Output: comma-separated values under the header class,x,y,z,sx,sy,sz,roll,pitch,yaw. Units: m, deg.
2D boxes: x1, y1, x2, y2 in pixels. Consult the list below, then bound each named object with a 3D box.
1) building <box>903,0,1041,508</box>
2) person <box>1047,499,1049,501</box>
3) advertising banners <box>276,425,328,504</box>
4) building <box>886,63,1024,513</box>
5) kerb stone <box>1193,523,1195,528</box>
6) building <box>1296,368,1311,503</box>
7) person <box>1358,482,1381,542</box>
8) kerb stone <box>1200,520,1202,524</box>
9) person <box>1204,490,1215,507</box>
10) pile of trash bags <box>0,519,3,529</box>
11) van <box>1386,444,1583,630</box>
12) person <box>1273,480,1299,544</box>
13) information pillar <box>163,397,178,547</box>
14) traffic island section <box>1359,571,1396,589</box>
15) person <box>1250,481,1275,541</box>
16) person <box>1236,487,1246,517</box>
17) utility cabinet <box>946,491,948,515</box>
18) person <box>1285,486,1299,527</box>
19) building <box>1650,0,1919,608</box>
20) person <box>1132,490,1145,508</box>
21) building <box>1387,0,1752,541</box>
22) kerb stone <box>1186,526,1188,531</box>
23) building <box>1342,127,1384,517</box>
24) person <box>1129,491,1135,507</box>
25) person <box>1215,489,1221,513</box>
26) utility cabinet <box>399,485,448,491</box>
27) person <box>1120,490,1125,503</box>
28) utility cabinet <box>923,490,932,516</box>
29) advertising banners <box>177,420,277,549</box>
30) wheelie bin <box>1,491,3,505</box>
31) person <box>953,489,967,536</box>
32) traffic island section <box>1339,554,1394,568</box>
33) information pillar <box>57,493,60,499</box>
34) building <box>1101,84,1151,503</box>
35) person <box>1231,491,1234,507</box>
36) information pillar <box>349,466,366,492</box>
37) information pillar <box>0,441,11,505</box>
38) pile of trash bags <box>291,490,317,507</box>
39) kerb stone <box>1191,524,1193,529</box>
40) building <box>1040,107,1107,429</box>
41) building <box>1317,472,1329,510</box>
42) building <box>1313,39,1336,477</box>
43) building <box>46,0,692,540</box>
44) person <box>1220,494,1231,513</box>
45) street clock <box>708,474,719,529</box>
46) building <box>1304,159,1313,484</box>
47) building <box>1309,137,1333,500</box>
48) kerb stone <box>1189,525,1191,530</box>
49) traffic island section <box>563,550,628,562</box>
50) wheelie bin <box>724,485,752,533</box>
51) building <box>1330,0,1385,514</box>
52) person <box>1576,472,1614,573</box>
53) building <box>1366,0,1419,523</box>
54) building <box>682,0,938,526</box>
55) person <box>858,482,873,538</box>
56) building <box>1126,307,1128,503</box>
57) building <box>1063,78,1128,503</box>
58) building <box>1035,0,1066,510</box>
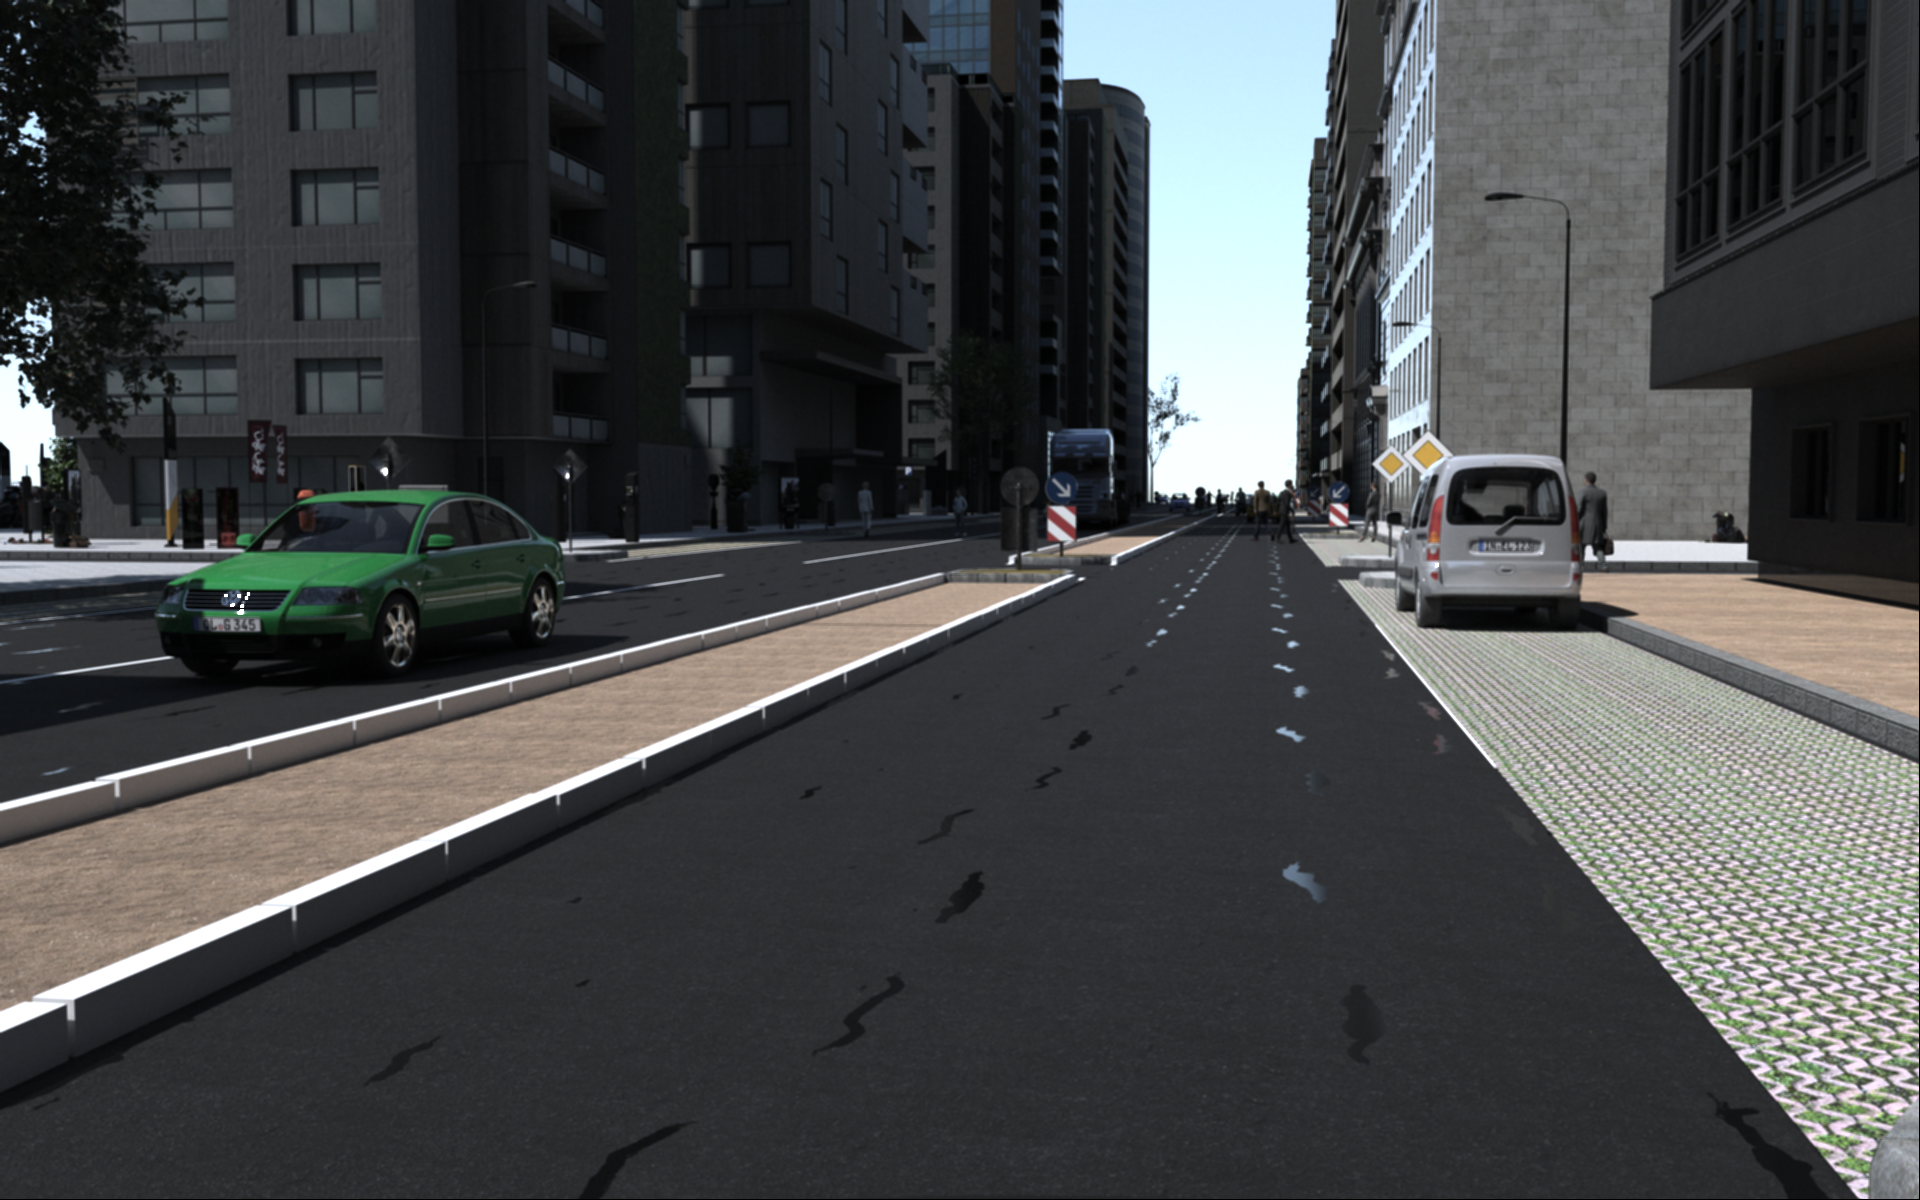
class,x,y,z,sx,sy,sz,roll,pitch,yaw
building,-1.523,-29.633,134.604,14.600,45.320,14.200,1,4,10
person,6.806,-7.168,126.409,0.721,1.736,1.217,-3,5,-39
advertising banners,-17.040,-2.971,44.762,0.090,3.025,2.074,1,4,17
building,-3.476,-21.332,120.476,14.160,30.474,14.107,1,4,10
kerb stone,9.456,-2.988,71.100,0.120,0.150,1.000,1,4,10
building,62.817,-24.736,249.468,27.650,21.520,28.899,1,4,10
person,12.186,-2.616,51.552,0.573,1.790,0.520,3,4,36
kerb stone,10.873,-3.485,79.177,0.120,0.150,1.000,1,4,10
person,26.818,-10.878,186.380,1.348,1.821,0.705,0,4,3
pile of trash bags,-35.571,-3.368,64.821,3.447,1.369,1.912,3,5,40
van,5.917,-0.775,19.678,2.013,2.044,4.112,1,4,10
person,9.496,-2.565,50.212,0.755,1.850,0.659,0,4,-2
information pillar,-19.157,-3.100,42.036,0.183,3.616,0.504,0,3,0
traffic island section,7.346,-0.302,27.226,2.009,0.180,2.903,1,4,10
person,9.325,-2.737,53.168,0.836,1.842,0.656,3,5,40
person,17.324,-6.024,106.837,0.661,1.843,0.795,1,4,17
utility cabinet,-1.331,-5.967,106.234,1.173,1.500,0.318,-1,4,-21
person,14.511,-4.110,75.800,0.616,1.811,0.778,3,5,44
building,15.088,-13.387,12.390,14.314,27.812,24.014,1,4,10
person,18.153,-10.269,176.358,1.348,1.831,0.705,0,4,5
building,19.719,-12.274,55.433,10.420,20.320,16.860,1,4,10
kerb stone,8.394,-2.621,65.054,0.120,0.150,1.000,1,4,10
building,28.403,-15.535,95.799,13.314,21.916,24.055,1,4,10
person,18.589,-10.854,186.419,0.568,1.767,0.683,3,5,44
person,19.690,-7.541,131.797,0.705,1.823,1.348,0,4,-4
utility cabinet,-13.574,-2.152,43.861,1.173,1.500,0.318,-1,4,-12
person,12.087,-7.329,129.275,0.436,1.711,0.756,2,4,29
utility cabinet,-1.889,-5.625,100.642,0.318,1.500,1.173,-1,4,-11
advertising banners,-17.252,-2.721,40.681,2.074,3.025,0.090,-1,4,-23
wheelie bin,-38.736,-3.851,70.876,0.980,1.594,0.693,1,4,21
person,-0.022,-3.013,59.568,0.589,1.601,0.330,3,5,41
traffic island section,8.732,-0.783,35.091,2.009,0.180,2.903,1,4,10
information pillar,-49.072,-5.484,94.148,0.304,2.012,0.304,-2,4,-25
building,15.599,-43.171,247.848,21.231,58.520,28.212,1,4,10
person,29.841,-11.090,190.538,0.721,1.743,1.217,0,4,4
information pillar,-15.607,-2.471,44.896,0.304,2.012,0.304,2,4,35
information pillar,-42.339,-5.227,76.813,0.183,3.616,0.504,1,4,20
pile of trash bags,-35.417,-4.973,91.062,1.912,1.369,3.447,1,4,12
kerb stone,9.098,-2.868,69.083,0.120,0.150,1.000,1,4,10
building,7.507,-30.330,179.486,14.154,41.232,14.086,1,4,10
building,45.407,-27.320,138.557,32.217,40.220,23.993,1,4,10
building,46.391,-33.412,165.896,23.786,49.044,30.456,1,4,10
building,-17.290,-22.576,52.715,14.154,41.232,14.086,1,4,10
person,19.575,-7.104,127.831,0.628,1.438,0.799,3,4,36
street clock,-8.956,-3.577,63.051,0.358,2.002,0.471,-2,4,-33
building,55.418,-34.628,220.786,22.147,44.769,28.867,1,4,10
building,47.748,-31.609,200.405,14.154,41.232,14.086,1,4,10
kerb stone,8.749,-2.741,67.069,0.120,0.150,1.000,1,4,10
traffic island section,-8.592,-0.970,38.139,2.009,0.180,2.903,1,4,10
wheelie bin,-7.427,-3.052,57.812,0.980,1.594,0.693,0,4,4
building,36.491,-30.157,116.765,21.300,48.544,21.600,1,4,10
person,10.852,-1.299,29.840,0.694,1.812,0.767,-1,4,-16
building,24.805,-17.566,73.113,13.634,28.700,20.117,1,4,10
building,-16.730,-30.104,81.443,28.713,52.752,27.495,1,4,10
person,-3.088,-2.954,56.675,0.514,1.842,0.818,0,4,2
building,14.296,-27.785,225.978,14.160,30.474,14.107,1,4,10
building,8.583,-35.711,207.571,21.300,48.544,21.600,1,4,10
building,-1.198,-51.628,156.786,22.319,86.520,31.000,1,4,10
